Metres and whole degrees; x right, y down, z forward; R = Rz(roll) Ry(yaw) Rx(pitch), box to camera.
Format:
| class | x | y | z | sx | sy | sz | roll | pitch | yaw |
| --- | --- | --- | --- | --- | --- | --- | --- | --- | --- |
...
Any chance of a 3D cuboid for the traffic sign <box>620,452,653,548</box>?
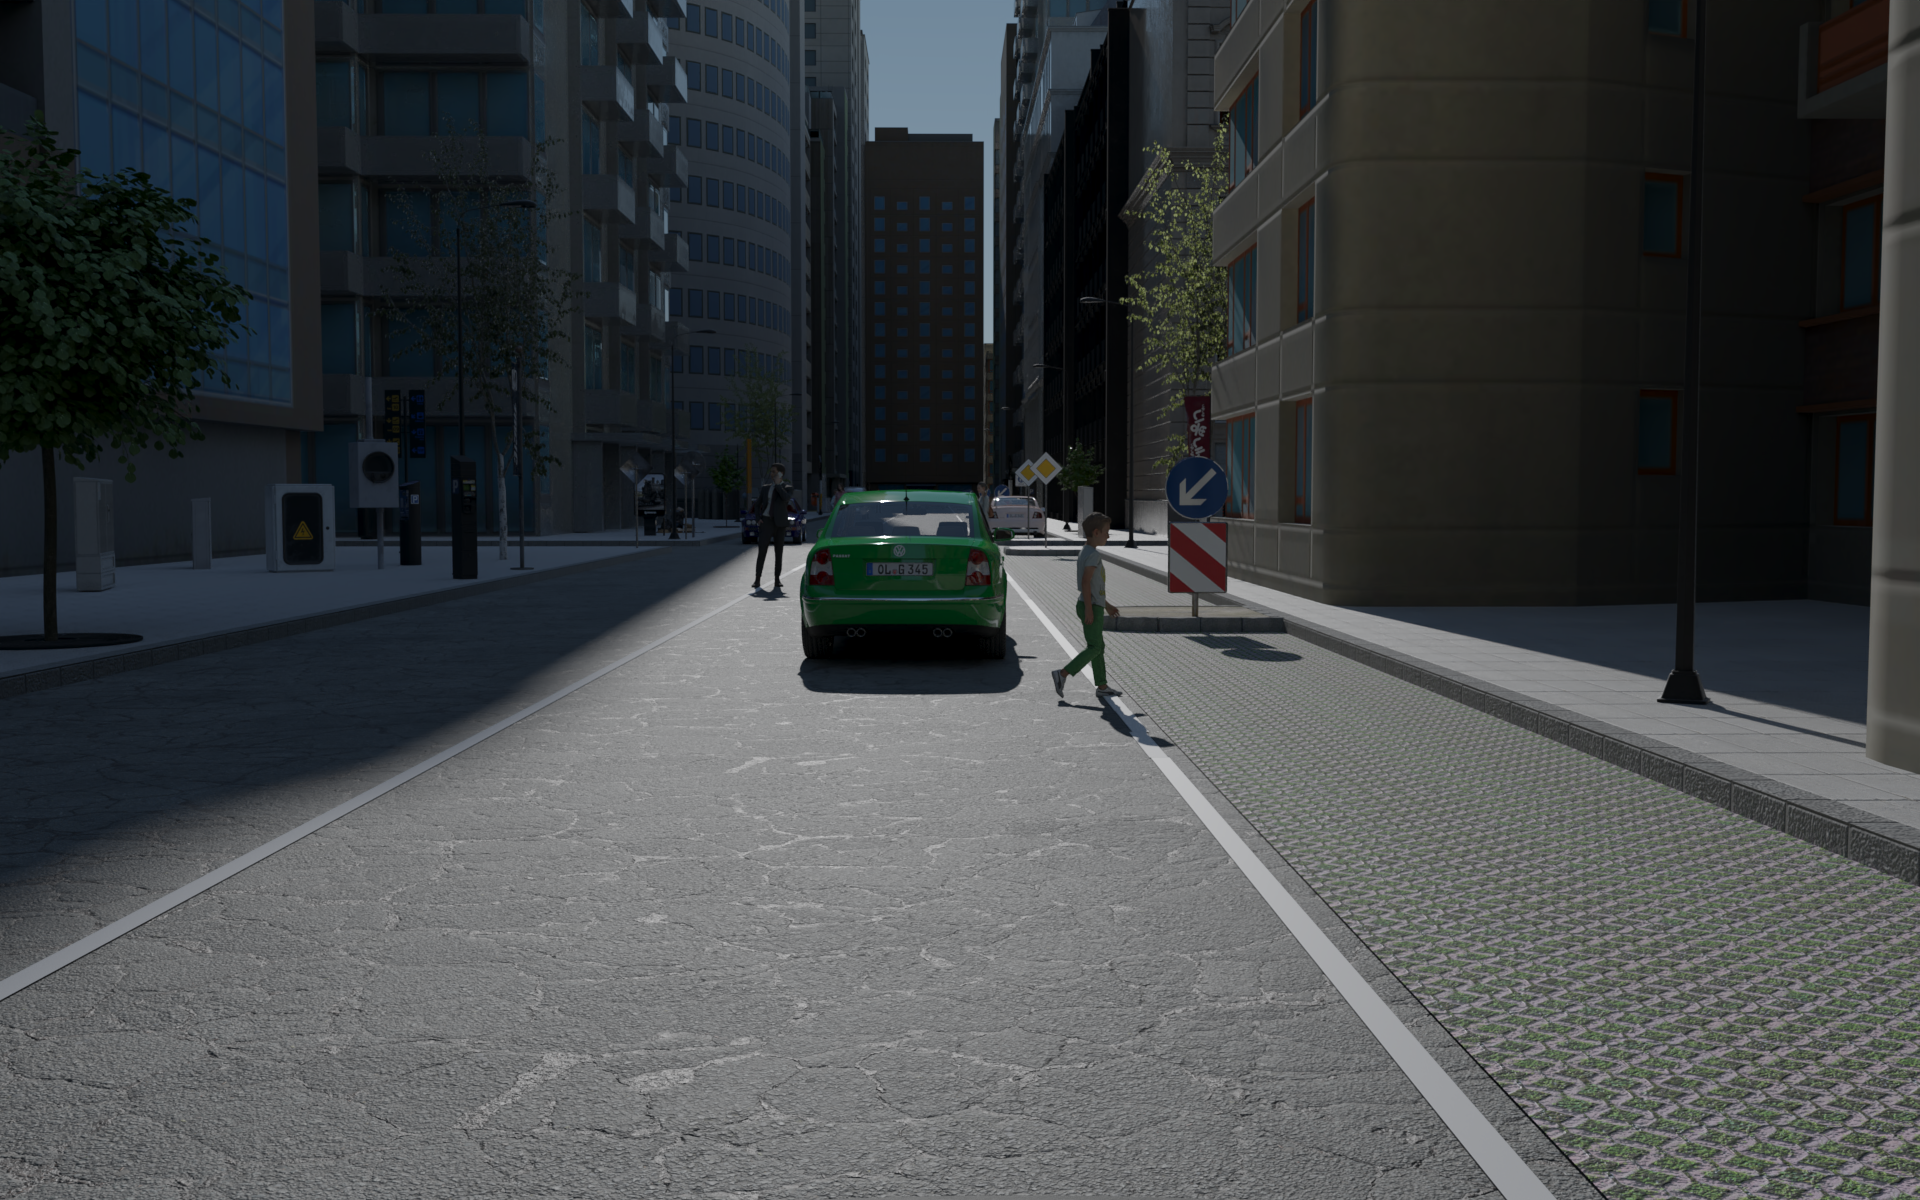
| class | x | y | z | sx | sy | sz | roll | pitch | yaw |
| --- | --- | --- | --- | --- | --- | --- | --- | --- | --- |
| traffic sign | -7.656 | -2.285 | 41.009 | 0.795 | 2.450 | 0.064 | 0 | 4 | -1 |

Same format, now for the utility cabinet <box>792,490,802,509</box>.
| class | x | y | z | sx | sy | sz | roll | pitch | yaw |
| --- | --- | --- | --- | --- | --- | --- | --- | --- | --- |
| utility cabinet | -8.330 | -4.792 | 87.024 | 0.318 | 1.500 | 1.173 | 1 | 4 | 22 |

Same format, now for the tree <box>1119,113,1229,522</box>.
| class | x | y | z | sx | sy | sz | roll | pitch | yaw |
| --- | --- | --- | --- | --- | --- | --- | --- | --- | --- |
| tree | 5.017 | -5.148 | 34.526 | 4.360 | 8.622 | 3.978 | 0 | 3 | 0 |

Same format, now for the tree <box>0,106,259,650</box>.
| class | x | y | z | sx | sy | sz | roll | pitch | yaw |
| --- | --- | --- | --- | --- | --- | --- | --- | --- | --- |
| tree | -7.784 | -1.896 | 14.717 | 4.285 | 4.588 | 4.351 | 0 | 3 | 0 |

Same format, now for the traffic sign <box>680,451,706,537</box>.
| class | x | y | z | sx | sy | sz | roll | pitch | yaw |
| --- | --- | --- | --- | --- | --- | --- | --- | --- | --- |
| traffic sign | -7.889 | -3.123 | 51.167 | 0.768 | 2.556 | 0.104 | 0 | 4 | 6 |

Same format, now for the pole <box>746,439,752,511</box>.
| class | x | y | z | sx | sy | sz | roll | pitch | yaw |
| --- | --- | --- | --- | --- | --- | --- | --- | --- | --- |
| pole | -7.795 | -4.290 | 63.987 | 0.158 | 3.312 | 0.155 | 0 | 3 | 0 |

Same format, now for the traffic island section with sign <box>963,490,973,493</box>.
| class | x | y | z | sx | sy | sz | roll | pitch | yaw |
| --- | --- | --- | --- | --- | --- | --- | --- | --- | --- |
| traffic island section with sign | 1.322 | -5.667 | 101.283 | 1.989 | 1.847 | 2.006 | 0 | 4 | -1 |

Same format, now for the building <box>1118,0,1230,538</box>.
| class | x | y | z | sx | sy | sz | roll | pitch | yaw |
| --- | --- | --- | --- | --- | --- | --- | --- | --- | --- |
| building | 18.070 | -15.780 | 55.272 | 25.104 | 27.353 | 12.463 | 0 | 4 | -1 |

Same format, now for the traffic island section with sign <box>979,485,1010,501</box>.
| class | x | y | z | sx | sy | sz | roll | pitch | yaw |
| --- | --- | --- | --- | --- | --- | --- | --- | --- | --- |
| traffic island section with sign | 1.673 | -4.006 | 74.133 | 1.989 | 1.847 | 2.006 | 0 | 4 | -1 |

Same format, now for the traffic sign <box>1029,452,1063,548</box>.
| class | x | y | z | sx | sy | sz | roll | pitch | yaw |
| --- | --- | --- | --- | --- | --- | --- | --- | --- | --- |
| traffic sign | 2.038 | -2.292 | 41.108 | 0.795 | 2.450 | 0.064 | 0 | 4 | -1 |

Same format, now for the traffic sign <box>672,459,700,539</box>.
| class | x | y | z | sx | sy | sz | roll | pitch | yaw |
| --- | --- | --- | --- | --- | --- | --- | --- | --- | --- |
| traffic sign | -7.754 | -2.774 | 48.994 | 0.795 | 2.450 | 0.064 | 0 | 4 | -1 |

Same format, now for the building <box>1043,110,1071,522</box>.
| class | x | y | z | sx | sy | sz | roll | pitch | yaw |
| --- | --- | --- | --- | --- | --- | --- | --- | --- | --- |
| building | 10.786 | -15.698 | 86.340 | 12.332 | 23.373 | 15.834 | 0 | 4 | -1 |

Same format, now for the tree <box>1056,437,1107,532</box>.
| class | x | y | z | sx | sy | sz | roll | pitch | yaw |
| --- | --- | --- | --- | --- | --- | --- | --- | --- | --- |
| tree | 3.918 | -3.926 | 58.788 | 1.663 | 3.219 | 1.824 | 0 | 3 | 0 |

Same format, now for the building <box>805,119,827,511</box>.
| class | x | y | z | sx | sy | sz | roll | pitch | yaw |
| --- | --- | --- | --- | --- | --- | --- | --- | --- | --- |
| building | -17.657 | -21.979 | 131.056 | 14.160 | 30.474 | 14.107 | 0 | 4 | -1 |

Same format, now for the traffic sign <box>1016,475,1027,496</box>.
| class | x | y | z | sx | sy | sz | roll | pitch | yaw |
| --- | --- | --- | --- | --- | --- | --- | --- | --- | --- |
| traffic sign | 3.220 | -5.442 | 91.114 | 0.606 | 2.300 | 0.079 | 0 | 4 | 4 |

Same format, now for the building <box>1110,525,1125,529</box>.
| class | x | y | z | sx | sy | sz | roll | pitch | yaw |
| --- | --- | --- | --- | --- | --- | --- | --- | --- | --- |
| building | 11.340 | -14.700 | 70.024 | 12.332 | 23.373 | 15.834 | 0 | 4 | -1 |

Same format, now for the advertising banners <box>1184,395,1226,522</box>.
| class | x | y | z | sx | sy | sz | roll | pitch | yaw |
| --- | --- | --- | --- | --- | --- | --- | --- | --- | --- |
| advertising banners | 4.849 | -2.085 | 30.278 | 2.074 | 3.025 | 0.090 | 2 | 4 | 32 |

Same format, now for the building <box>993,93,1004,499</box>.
| class | x | y | z | sx | sy | sz | roll | pitch | yaw |
| --- | --- | --- | --- | --- | --- | --- | --- | --- | --- |
| building | 10.993 | -30.214 | 177.586 | 14.154 | 41.232 | 14.086 | 0 | 4 | -1 |

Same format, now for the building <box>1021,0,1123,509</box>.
| class | x | y | z | sx | sy | sz | roll | pitch | yaw |
| --- | --- | --- | --- | --- | --- | --- | --- | --- | --- |
| building | 10.120 | -20.271 | 108.916 | 11.434 | 29.767 | 29.804 | 0 | 4 | -1 |

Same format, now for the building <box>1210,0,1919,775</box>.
| class | x | y | z | sx | sy | sz | roll | pitch | yaw |
| --- | --- | --- | --- | --- | --- | --- | --- | --- | --- |
| building | 18.133 | -10.318 | 13.736 | 27.650 | 21.520 | 28.899 | 0 | 4 | -1 |

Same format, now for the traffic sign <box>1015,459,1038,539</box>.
| class | x | y | z | sx | sy | sz | roll | pitch | yaw |
| --- | --- | --- | --- | --- | --- | --- | --- | --- | --- |
| traffic sign | 1.939 | -2.780 | 49.093 | 0.795 | 2.450 | 0.064 | 0 | 4 | -1 |

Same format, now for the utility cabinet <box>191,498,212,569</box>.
| class | x | y | z | sx | sy | sz | roll | pitch | yaw |
| --- | --- | --- | --- | --- | --- | --- | --- | --- | --- |
| utility cabinet | -13.119 | -1.149 | 29.943 | 0.306 | 1.237 | 1.020 | -1 | 4 | -22 |

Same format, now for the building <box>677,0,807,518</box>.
| class | x | y | z | sx | sy | sz | roll | pitch | yaw |
| --- | --- | --- | --- | --- | --- | --- | --- | --- | --- |
| building | -20.754 | -34.274 | 102.373 | 21.231 | 58.520 | 28.212 | 0 | 4 | -1 |

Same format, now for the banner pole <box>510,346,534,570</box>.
| class | x | y | z | sx | sy | sz | roll | pitch | yaw |
| --- | --- | --- | --- | --- | --- | --- | --- | --- | --- |
| banner pole | -7.434 | -2.391 | 29.109 | 0.401 | 3.779 | 0.863 | 0 | 4 | -3 |

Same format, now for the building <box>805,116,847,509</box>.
| class | x | y | z | sx | sy | sz | roll | pitch | yaw |
| --- | --- | --- | --- | --- | --- | --- | --- | --- | --- |
| building | -26.273 | -27.999 | 149.668 | 32.217 | 40.220 | 23.993 | 0 | 4 | -1 |

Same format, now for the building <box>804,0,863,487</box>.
| class | x | y | z | sx | sy | sz | roll | pitch | yaw |
| --- | --- | --- | --- | --- | --- | --- | --- | --- | --- |
| building | -21.407 | -45.838 | 187.709 | 20.611 | 71.187 | 20.563 | 0 | 4 | -1 |

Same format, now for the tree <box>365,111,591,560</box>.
| class | x | y | z | sx | sy | sz | roll | pitch | yaw |
| --- | --- | --- | --- | --- | --- | --- | --- | --- | --- |
| tree | -8.997 | -5.078 | 33.395 | 4.360 | 8.622 | 3.978 | 0 | 3 | 0 |

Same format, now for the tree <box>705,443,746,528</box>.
| class | x | y | z | sx | sy | sz | roll | pitch | yaw |
| --- | --- | --- | --- | --- | --- | --- | --- | --- | --- |
| tree | -8.808 | -4.381 | 66.228 | 1.663 | 3.219 | 1.824 | 0 | 3 | 0 |

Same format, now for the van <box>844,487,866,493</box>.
| class | x | y | z | sx | sy | sz | roll | pitch | yaw |
| --- | --- | --- | --- | --- | --- | --- | --- | --- | --- |
| van | -6.079 | -5.618 | 98.861 | 2.013 | 2.044 | 4.112 | 0 | 4 | 0 |

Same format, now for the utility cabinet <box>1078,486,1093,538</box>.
| class | x | y | z | sx | sy | sz | roll | pitch | yaw |
| --- | --- | --- | --- | --- | --- | --- | --- | --- | --- |
| utility cabinet | 3.671 | -2.560 | 50.536 | 0.318 | 1.500 | 1.173 | 0 | 4 | -3 |

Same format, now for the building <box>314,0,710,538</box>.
| class | x | y | z | sx | sy | sz | roll | pitch | yaw |
| --- | --- | --- | --- | --- | --- | --- | --- | --- | --- |
| building | -22.328 | -27.135 | 63.272 | 23.786 | 49.044 | 30.456 | 0 | 4 | -1 |

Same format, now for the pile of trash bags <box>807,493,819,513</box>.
| class | x | y | z | sx | sy | sz | roll | pitch | yaw |
| --- | --- | --- | --- | --- | --- | --- | --- | --- | --- |
| pile of trash bags | -11.099 | -6.742 | 119.990 | 3.447 | 1.369 | 1.912 | 3 | 4 | 36 |

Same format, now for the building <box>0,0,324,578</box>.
| class | x | y | z | sx | sy | sz | roll | pitch | yaw |
| --- | --- | --- | --- | --- | --- | --- | --- | --- | --- |
| building | -21.462 | -23.304 | 31.127 | 14.200 | 45.320 | 14.600 | 0 | 4 | -1 |

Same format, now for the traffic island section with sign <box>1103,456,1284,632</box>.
| class | x | y | z | sx | sy | sz | roll | pitch | yaw |
| --- | --- | --- | --- | --- | --- | --- | --- | --- | --- |
| traffic island section with sign | 2.349 | -0.621 | 18.789 | 1.989 | 1.847 | 2.006 | 0 | 4 | -1 |

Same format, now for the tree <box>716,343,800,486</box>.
| class | x | y | z | sx | sy | sz | roll | pitch | yaw |
| --- | --- | --- | --- | --- | --- | --- | --- | --- | --- |
| tree | -9.569 | -8.144 | 83.515 | 4.737 | 8.622 | 4.395 | 0 | 3 | 0 |

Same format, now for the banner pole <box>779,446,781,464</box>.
| class | x | y | z | sx | sy | sz | roll | pitch | yaw |
| --- | --- | --- | --- | --- | --- | --- | --- | --- | --- |
| banner pole | -9.190 | -6.030 | 88.605 | 0.401 | 3.779 | 0.863 | -1 | 4 | -10 |

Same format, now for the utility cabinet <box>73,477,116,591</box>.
| class | x | y | z | sx | sy | sz | roll | pitch | yaw |
| --- | --- | --- | --- | --- | --- | --- | --- | --- | --- |
| utility cabinet | -11.548 | -0.885 | 23.148 | 0.318 | 1.500 | 1.173 | -1 | 4 | -18 |

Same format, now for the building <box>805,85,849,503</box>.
| class | x | y | z | sx | sy | sz | roll | pitch | yaw |
| --- | --- | --- | --- | --- | --- | --- | --- | --- | --- |
| building | -18.263 | -29.673 | 168.741 | 14.154 | 41.232 | 14.086 | 0 | 4 | -1 |
